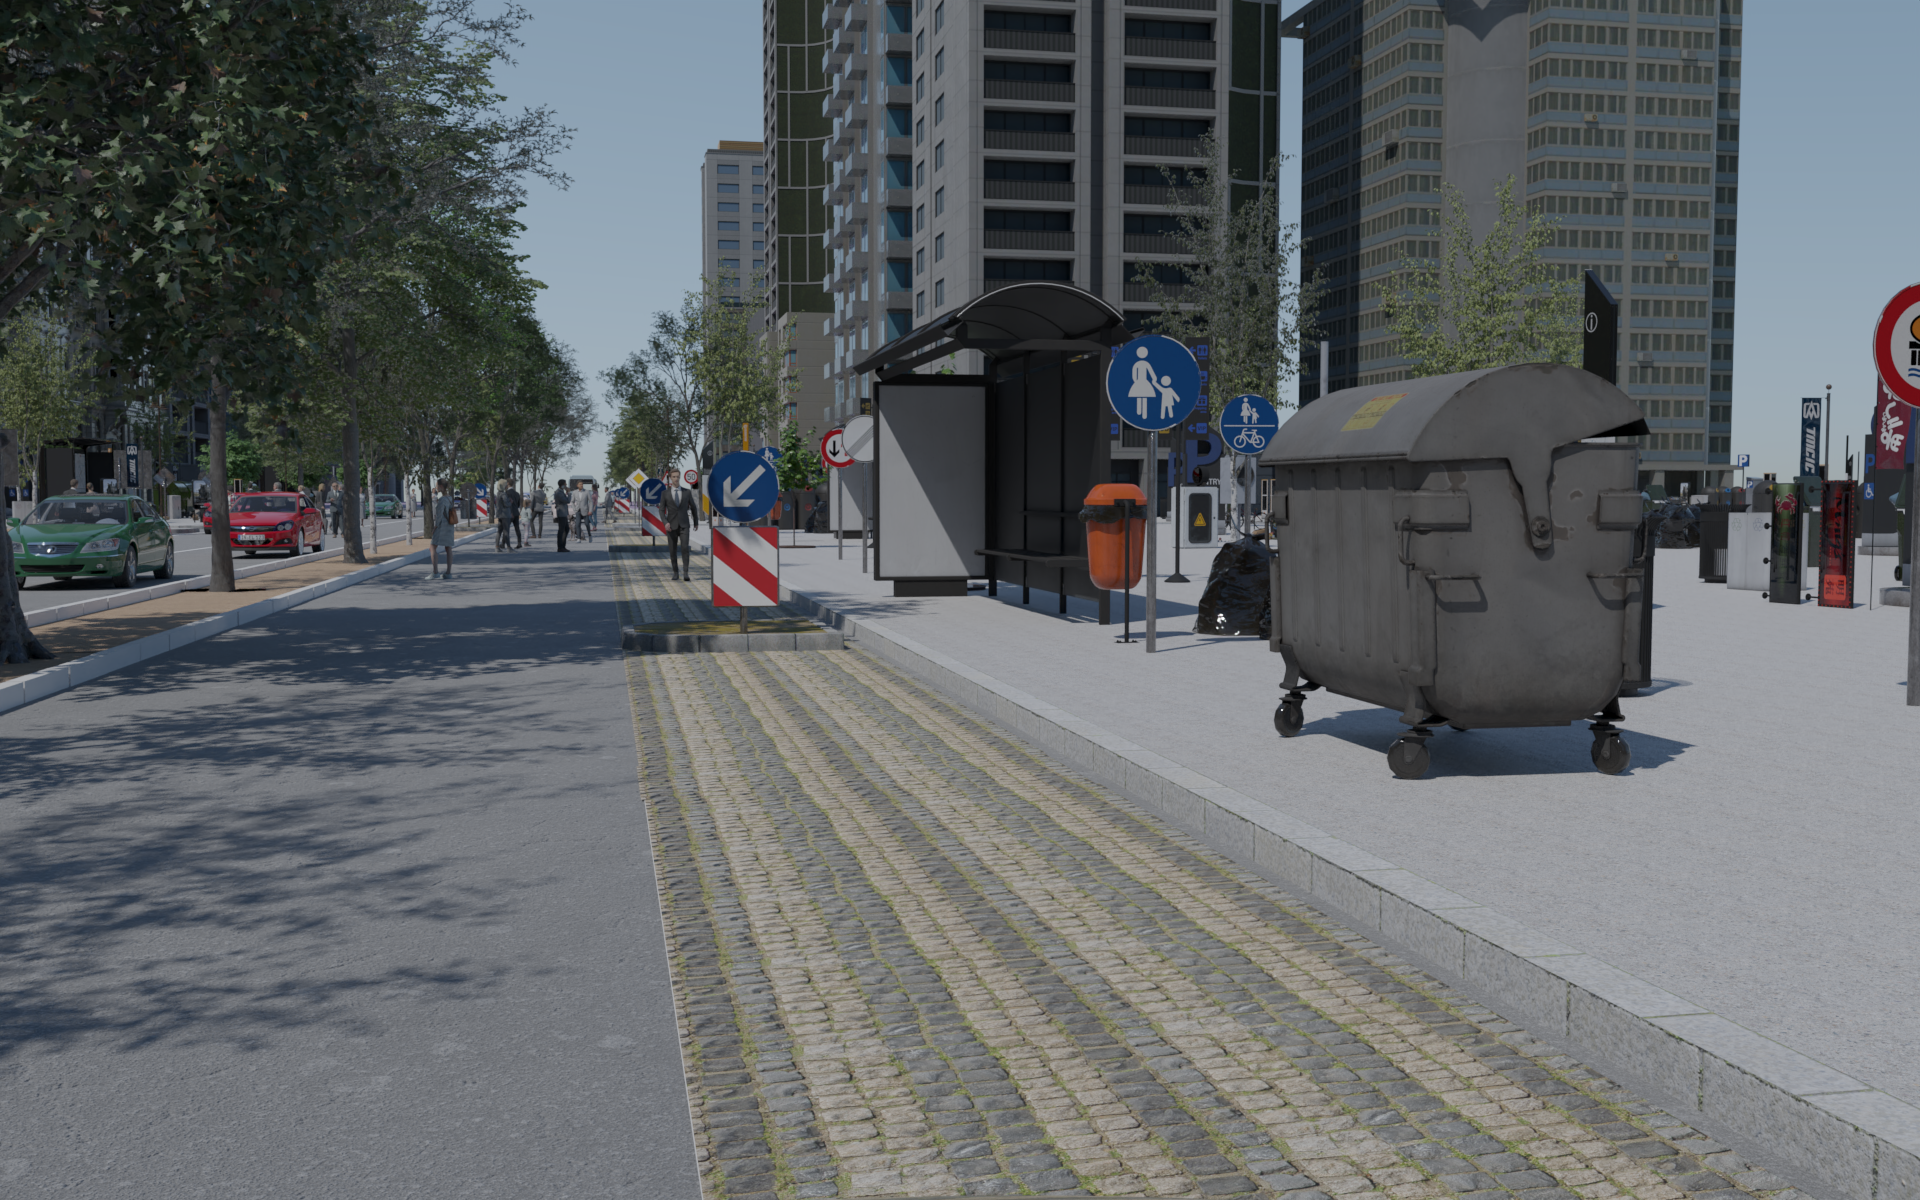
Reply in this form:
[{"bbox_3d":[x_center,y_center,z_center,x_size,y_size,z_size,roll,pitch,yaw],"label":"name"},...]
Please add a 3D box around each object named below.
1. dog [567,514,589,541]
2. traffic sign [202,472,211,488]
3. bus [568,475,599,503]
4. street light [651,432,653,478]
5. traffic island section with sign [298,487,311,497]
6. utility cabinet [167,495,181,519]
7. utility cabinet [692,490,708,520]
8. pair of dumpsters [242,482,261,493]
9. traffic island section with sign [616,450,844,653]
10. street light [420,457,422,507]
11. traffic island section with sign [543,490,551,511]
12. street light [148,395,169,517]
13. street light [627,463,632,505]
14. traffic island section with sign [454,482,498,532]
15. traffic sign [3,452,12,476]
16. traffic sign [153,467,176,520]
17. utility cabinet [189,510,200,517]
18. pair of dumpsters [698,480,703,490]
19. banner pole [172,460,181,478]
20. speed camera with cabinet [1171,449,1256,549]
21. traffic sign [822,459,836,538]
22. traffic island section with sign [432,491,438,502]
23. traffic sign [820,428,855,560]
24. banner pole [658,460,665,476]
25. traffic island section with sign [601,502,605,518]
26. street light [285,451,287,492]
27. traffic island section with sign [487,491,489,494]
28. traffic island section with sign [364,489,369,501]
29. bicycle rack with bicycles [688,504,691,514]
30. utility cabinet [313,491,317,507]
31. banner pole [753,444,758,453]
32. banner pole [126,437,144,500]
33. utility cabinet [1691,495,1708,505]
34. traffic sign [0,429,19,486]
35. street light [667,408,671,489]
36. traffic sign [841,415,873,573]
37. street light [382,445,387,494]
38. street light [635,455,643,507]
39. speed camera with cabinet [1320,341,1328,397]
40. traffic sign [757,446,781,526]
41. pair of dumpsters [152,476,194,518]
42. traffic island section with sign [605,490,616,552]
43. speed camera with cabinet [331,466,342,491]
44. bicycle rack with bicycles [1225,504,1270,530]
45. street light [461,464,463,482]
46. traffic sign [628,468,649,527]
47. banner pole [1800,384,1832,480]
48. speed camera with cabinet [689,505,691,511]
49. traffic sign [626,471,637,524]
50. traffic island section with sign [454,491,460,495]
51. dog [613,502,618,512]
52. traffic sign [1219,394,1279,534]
[{"bbox_3d":[-11.684,-2.228,53.260,0.800,0.831,0.513,0,4,0],"label":"dog"},{"bbox_3d":[-31.038,-4.175,71.905,0.795,2.450,0.064,-1,4,-12],"label":"traffic sign"},{"bbox_3d":[-38.009,-11.009,174.853,2.948,3.499,13.247,-1,4,-11],"label":"bus"},{"bbox_3d":[-21.305,-8.992,119.805,0.468,5.910,1.993,-1,4,-12],"label":"street light"},{"bbox_3d":[-35.745,-5.245,94.386,1.989,1.847,2.006,-1,4,-12],"label":"traffic island section with sign"},{"bbox_3d":[-40.540,-4.783,89.366,0.306,1.237,1.020,0,4,-2],"label":"utility cabinet"},{"bbox_3d":[-12.672,-4.704,85.586,1.173,1.500,0.318,1,4,23],"label":"utility cabinet"},{"bbox_3d":[-41.081,-5.891,98.809,1.574,2.255,4.437,-1,4,-12],"label":"pair of dumpsters"},{"bbox_3d":[-2.229,-0.483,16.532,1.989,1.847,2.006,-1,4,-12],"label":"traffic island section with sign"},{"bbox_3d":[-54.782,-12.428,175.992,0.468,5.910,1.993,-1,4,-12],"label":"street light"},{"bbox_3d":[-35.729,-8.517,147.383,2.006,1.907,1.989,-1,4,-12],"label":"traffic island section with sign"},{"bbox_3d":[-33.092,-6.047,71.657,0.468,5.910,1.993,-1,4,-12],"label":"street light"},{"bbox_3d":[-37.050,-13.593,195.024,0.468,5.910,1.993,-1,4,-12],"label":"street light"},{"bbox_3d":[-18.935,-3.573,66.557,2.006,1.907,1.989,-1,4,-12],"label":"traffic island section with sign"},{"bbox_3d":[-28.745,-3.162,51.808,0.768,2.556,0.104,0,4,-4],"label":"traffic sign"},{"bbox_3d":[-29.413,-3.697,64.086,0.795,2.450,0.064,-1,4,-12],"label":"traffic sign"},{"bbox_3d":[-41.921,-5.320,95.663,1.173,1.500,0.318,0,4,-3],"label":"utility cabinet"},{"bbox_3d":[-18.071,-7.506,125.223,1.574,2.255,4.437,-1,4,-12],"label":"pair of dumpsters"},{"bbox_3d":[-58.050,-8.471,128.514,0.401,3.779,0.863,2,4,29],"label":"banner pole"},{"bbox_3d":[6.031,-2.861,41.110,2.038,3.252,0.660,-2,4,-25],"label":"speed camera with cabinet"},{"bbox_3d":[-3.622,-3.060,50.137,0.768,2.556,0.104,-1,4,-10],"label":"traffic sign"},{"bbox_3d":[-51.287,-9.823,169.226,1.989,1.847,2.006,-1,4,-12],"label":"traffic island section with sign"},{"bbox_3d":[-2.332,-2.056,33.728,0.768,2.556,0.104,0,4,-6],"label":"traffic sign"},{"bbox_3d":[-21.966,-8.369,126.856,0.401,3.779,0.863,-1,4,-18],"label":"banner pole"},{"bbox_3d":[-18.888,-5.388,96.724,1.989,1.847,2.006,-1,4,-12],"label":"traffic island section with sign"},{"bbox_3d":[-39.060,-7.801,100.327,0.468,5.910,1.993,-1,4,-12],"label":"street light"},{"bbox_3d":[-67.822,-14.692,248.844,1.989,1.847,2.006,-1,4,-12],"label":"traffic island section with sign"},{"bbox_3d":[-41.216,-6.860,120.782,1.989,1.847,2.006,-1,4,-12],"label":"traffic island section with sign"},{"bbox_3d":[-16.563,-6.056,112.389,2.852,0.926,2.925,-3,4,-36],"label":"bicycle rack with bicycles"},{"bbox_3d":[-51.573,-7.915,138.088,1.173,1.500,0.318,1,4,18],"label":"utility cabinet"},{"bbox_3d":[-10.168,-5.948,87.265,0.863,3.779,0.401,-3,4,-36],"label":"banner pole"},{"bbox_3d":[-35.870,-5.227,75.476,0.863,3.779,0.401,-1,4,-15],"label":"banner pole"},{"bbox_3d":[38.017,-4.765,89.074,0.306,1.237,1.020,-1,4,-10],"label":"utility cabinet"},{"bbox_3d":[-30.609,-3.682,54.077,2.265,3.308,0.079,0,4,-8],"label":"traffic sign"},{"bbox_3d":[-15.342,-7.238,91.133,0.468,5.910,1.993,-1,4,-12],"label":"street light"},{"bbox_3d":[-1.540,-1.708,28.031,0.768,2.556,0.104,0,4,-6],"label":"traffic sign"},{"bbox_3d":[-48.753,-10.650,146.922,0.468,5.910,1.993,-1,4,-12],"label":"street light"},{"bbox_3d":[-30.964,-11.830,166.200,0.468,5.910,1.993,-1,4,-12],"label":"street light"},{"bbox_3d":[4.836,-1.684,21.862,0.660,3.252,2.038,0,4,7],"label":"speed camera with cabinet"},{"bbox_3d":[-5.073,-2.809,46.040,0.768,2.556,0.104,0,4,-5],"label":"traffic sign"},{"bbox_3d":[-41.967,-5.507,92.536,1.574,2.255,4.437,-1,4,-12],"label":"pair of dumpsters"},{"bbox_3d":[-7.757,-2.111,43.142,1.989,1.847,2.006,-1,4,-12],"label":"traffic island section with sign"},{"bbox_3d":[-43.998,-7.873,123.053,0.660,3.252,2.038,-3,5,-44],"label":"speed camera with cabinet"},{"bbox_3d":[9.372,-3.015,62.681,2.925,0.926,2.852,3,5,39],"label":"bicycle rack with bicycles"},{"bbox_3d":[-65.509,-15.612,228.046,0.468,5.910,1.993,-1,4,-12],"label":"street light"},{"bbox_3d":[-12.524,-3.909,67.561,0.795,2.450,0.064,-1,4,-12],"label":"traffic sign"},{"bbox_3d":[19.557,-3.029,39.539,0.863,3.779,0.401,0,4,-3],"label":"banner pole"},{"bbox_3d":[-20.185,-8.545,134.049,0.660,3.252,2.038,1,4,23],"label":"speed camera with cabinet"},{"bbox_3d":[-14.149,-4.388,75.380,0.795,2.450,0.064,-1,4,-12],"label":"traffic sign"},{"bbox_3d":[-56.899,-11.474,196.226,1.989,1.847,2.006,-1,4,-12],"label":"traffic island section with sign"},{"bbox_3d":[-27.913,-7.565,140.523,0.513,0.831,0.800,-2,4,-23],"label":"dog"},{"bbox_3d":[3.680,-1.348,22.144,0.768,2.556,0.104,0,4,-3],"label":"traffic sign"}]
